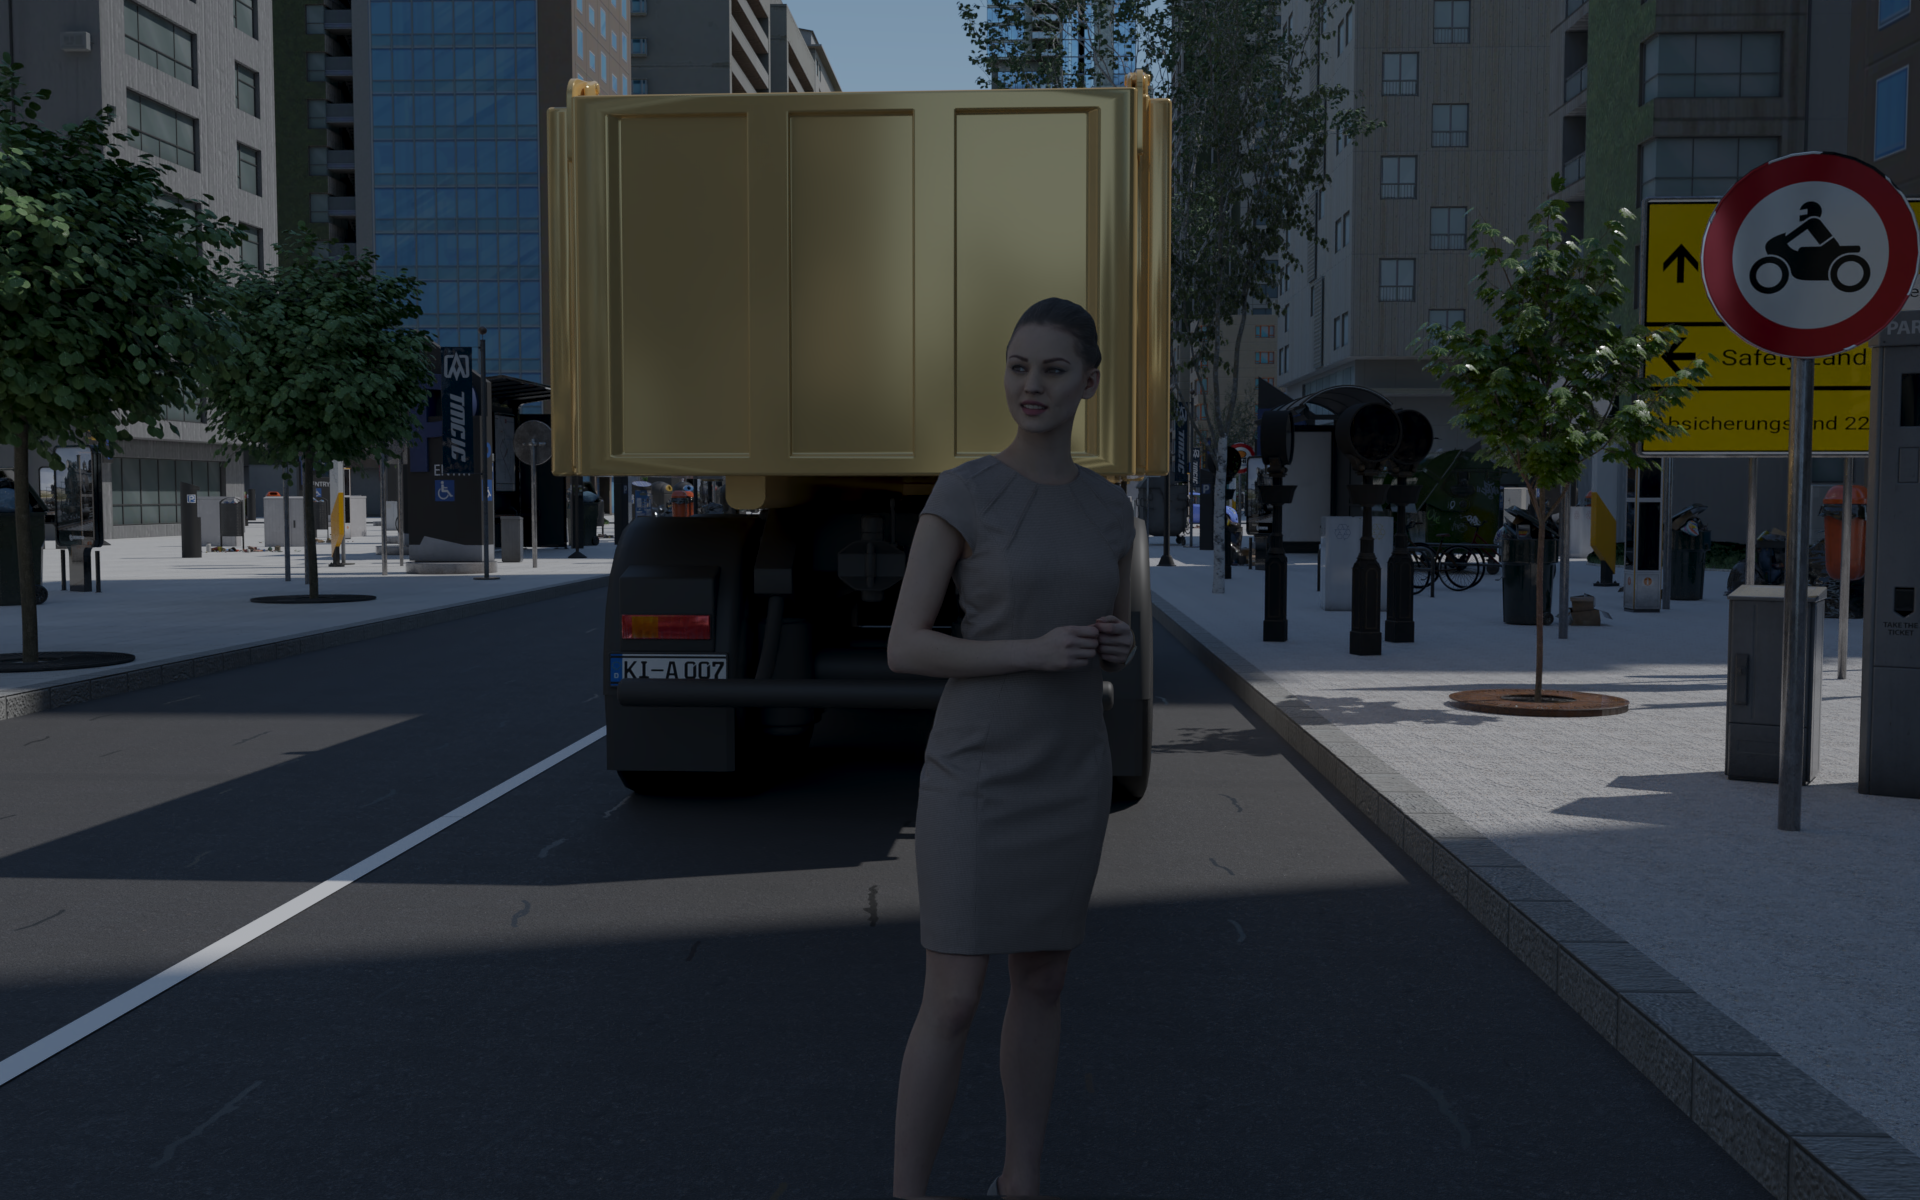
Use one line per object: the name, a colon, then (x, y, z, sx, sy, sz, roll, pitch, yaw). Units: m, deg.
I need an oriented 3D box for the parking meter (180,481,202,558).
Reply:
parking meter: (-15.468, -1.616, 34.832, 0.372, 1.533, 0.369, 0, 3, 0)

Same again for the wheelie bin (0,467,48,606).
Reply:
wheelie bin: (-11.002, -0.742, 20.038, 0.980, 1.594, 0.693, 3, 5, 40)

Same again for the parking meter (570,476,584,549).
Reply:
parking meter: (-9.015, -2.143, 40.754, 0.255, 1.863, 0.399, -1, 4, -21)

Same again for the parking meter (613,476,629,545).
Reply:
parking meter: (-8.574, -2.332, 43.836, 0.255, 1.863, 0.399, 1, 4, 14)

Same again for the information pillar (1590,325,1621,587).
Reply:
information pillar: (8.930, -1.993, 23.948, 0.504, 3.616, 0.183, -2, 4, -35)

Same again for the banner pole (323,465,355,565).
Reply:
banner pole: (-11.395, -2.533, 31.425, 0.863, 3.779, 0.401, 2, 4, 27)

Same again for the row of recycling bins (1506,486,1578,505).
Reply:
row of recycling bins: (29.228, -4.917, 87.505, 3.534, 1.692, 1.069, 2, 4, 24)

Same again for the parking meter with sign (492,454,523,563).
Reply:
parking meter with sign: (-9.103, -2.213, 32.442, 1.738, 3.016, 0.543, 0, 4, -5)

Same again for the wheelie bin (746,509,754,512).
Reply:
wheelie bin: (-15.095, -7.159, 124.951, 0.693, 1.594, 0.980, 2, 4, 34)

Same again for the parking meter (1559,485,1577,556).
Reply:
parking meter: (12.477, -1.826, 35.569, 0.255, 1.863, 0.399, 0, 4, 4)

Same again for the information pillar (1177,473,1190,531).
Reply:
information pillar: (7.858, -3.455, 60.977, 0.304, 2.012, 0.304, -3, 4, -37)

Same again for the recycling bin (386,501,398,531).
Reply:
recycling bin: (-19.750, -2.958, 60.913, 0.722, 1.027, 0.722, 0, 4, 8)

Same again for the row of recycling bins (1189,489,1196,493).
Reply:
row of recycling bins: (18.987, -8.086, 139.311, 3.534, 1.692, 1.069, -1, 4, -10)

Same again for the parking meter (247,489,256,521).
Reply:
parking meter: (-34.184, -4.597, 83.569, 0.372, 1.533, 0.369, 0, 3, 0)

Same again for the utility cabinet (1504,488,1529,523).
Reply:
utility cabinet: (19.287, -3.191, 60.844, 0.318, 1.500, 1.173, -3, 4, -36)

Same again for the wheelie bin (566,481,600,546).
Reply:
wheelie bin: (-9.370, -2.145, 42.983, 0.980, 1.594, 0.693, 2, 4, 29)

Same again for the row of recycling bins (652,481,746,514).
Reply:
row of recycling bins: (-8.802, -3.095, 57.713, 3.534, 1.692, 1.069, -2, 4, -35)

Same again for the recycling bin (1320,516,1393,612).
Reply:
recycling bin: (4.401, -0.409, 19.249, 0.722, 1.027, 0.722, 0, 4, 7)

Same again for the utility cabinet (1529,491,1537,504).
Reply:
utility cabinet: (23.011, -3.731, 69.686, 0.318, 1.500, 1.173, -2, 4, -26)

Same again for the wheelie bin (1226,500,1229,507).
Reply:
wheelie bin: (12.423, -4.549, 82.290, 0.980, 1.594, 0.693, -3, 4, -38)

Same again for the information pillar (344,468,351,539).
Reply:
information pillar: (-17.484, -2.726, 49.068, 0.304, 2.012, 0.304, 1, 4, 18)

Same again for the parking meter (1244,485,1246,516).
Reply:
parking meter: (16.516, -5.729, 99.387, 0.255, 1.863, 0.399, 3, 5, 39)

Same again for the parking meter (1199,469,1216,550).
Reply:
parking meter: (5.705, -2.075, 39.639, 0.399, 1.863, 0.255, 3, 5, 39)

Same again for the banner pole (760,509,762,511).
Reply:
banner pole: (-8.030, -4.775, 68.086, 0.863, 3.779, 0.401, 1, 4, 19)

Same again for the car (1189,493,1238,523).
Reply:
car: (10.125, -3.984, 74.723, 3.694, 1.707, 1.945, 0, 4, 0)

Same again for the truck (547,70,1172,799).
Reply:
truck: (-0.110, -0.972, 11.823, 3.469, 3.379, 9.791, 0, 4, 4)

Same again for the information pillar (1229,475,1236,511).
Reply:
information pillar: (14.186, -6.041, 90.130, 0.183, 3.616, 0.504, -2, 4, -29)

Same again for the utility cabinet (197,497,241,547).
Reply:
utility cabinet: (-18.196, -1.916, 42.484, 1.020, 1.237, 0.306, 0, 4, 3)

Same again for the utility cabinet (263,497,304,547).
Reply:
utility cabinet: (-16.384, -1.897, 42.176, 1.020, 1.237, 0.306, -1, 4, -10)

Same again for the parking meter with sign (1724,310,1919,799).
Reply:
parking meter with sign: (4.229, -0.677, 7.327, 1.738, 3.016, 0.543, 2, 4, 33)

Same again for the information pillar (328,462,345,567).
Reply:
information pillar: (-10.954, -2.387, 30.388, 0.183, 3.616, 0.504, -3, 4, -37)

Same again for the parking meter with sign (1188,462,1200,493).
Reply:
parking meter with sign: (13.334, -6.017, 94.636, 1.738, 3.016, 0.543, 3, 5, 39)

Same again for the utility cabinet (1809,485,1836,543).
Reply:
utility cabinet: (20.285, -1.943, 40.449, 1.173, 1.500, 0.318, -1, 4, -16)

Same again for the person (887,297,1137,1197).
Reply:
person: (0.108, 0.351, 3.098, 0.599, 1.781, 0.374, -2, 4, -27)

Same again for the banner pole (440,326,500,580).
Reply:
banner pole: (-7.345, -2.195, 25.913, 0.863, 3.779, 0.401, 0, 4, -2)

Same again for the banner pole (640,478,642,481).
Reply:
banner pole: (-18.996, -6.840, 101.859, 0.863, 3.779, 0.401, -1, 4, -21)

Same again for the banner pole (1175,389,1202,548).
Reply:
banner pole: (5.387, -3.141, 41.371, 0.863, 3.779, 0.401, -3, 5, -42)

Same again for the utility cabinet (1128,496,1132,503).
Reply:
utility cabinet: (4.757, -2.574, 53.249, 1.020, 1.237, 0.306, 1, 4, 17)

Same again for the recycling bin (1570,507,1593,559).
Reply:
recycling bin: (12.582, -1.359, 34.771, 0.722, 1.027, 0.722, -1, 4, -14)

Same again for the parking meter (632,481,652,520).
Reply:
parking meter: (-5.934, -1.463, 32.335, 0.372, 1.533, 0.369, 0, 3, 0)

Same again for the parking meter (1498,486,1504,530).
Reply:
parking meter: (15.937, -2.628, 51.372, 0.372, 1.533, 0.369, 0, 3, 0)

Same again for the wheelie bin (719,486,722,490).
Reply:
wheelie bin: (-9.704, -3.818, 70.329, 0.693, 1.594, 0.980, -1, 4, -14)

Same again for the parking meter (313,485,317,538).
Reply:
parking meter: (-19.020, -2.584, 50.665, 0.372, 1.533, 0.369, 0, 3, 0)

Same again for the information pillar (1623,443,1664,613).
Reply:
information pillar: (7.431, -0.876, 18.815, 0.304, 2.012, 0.304, 0, 3, 0)
